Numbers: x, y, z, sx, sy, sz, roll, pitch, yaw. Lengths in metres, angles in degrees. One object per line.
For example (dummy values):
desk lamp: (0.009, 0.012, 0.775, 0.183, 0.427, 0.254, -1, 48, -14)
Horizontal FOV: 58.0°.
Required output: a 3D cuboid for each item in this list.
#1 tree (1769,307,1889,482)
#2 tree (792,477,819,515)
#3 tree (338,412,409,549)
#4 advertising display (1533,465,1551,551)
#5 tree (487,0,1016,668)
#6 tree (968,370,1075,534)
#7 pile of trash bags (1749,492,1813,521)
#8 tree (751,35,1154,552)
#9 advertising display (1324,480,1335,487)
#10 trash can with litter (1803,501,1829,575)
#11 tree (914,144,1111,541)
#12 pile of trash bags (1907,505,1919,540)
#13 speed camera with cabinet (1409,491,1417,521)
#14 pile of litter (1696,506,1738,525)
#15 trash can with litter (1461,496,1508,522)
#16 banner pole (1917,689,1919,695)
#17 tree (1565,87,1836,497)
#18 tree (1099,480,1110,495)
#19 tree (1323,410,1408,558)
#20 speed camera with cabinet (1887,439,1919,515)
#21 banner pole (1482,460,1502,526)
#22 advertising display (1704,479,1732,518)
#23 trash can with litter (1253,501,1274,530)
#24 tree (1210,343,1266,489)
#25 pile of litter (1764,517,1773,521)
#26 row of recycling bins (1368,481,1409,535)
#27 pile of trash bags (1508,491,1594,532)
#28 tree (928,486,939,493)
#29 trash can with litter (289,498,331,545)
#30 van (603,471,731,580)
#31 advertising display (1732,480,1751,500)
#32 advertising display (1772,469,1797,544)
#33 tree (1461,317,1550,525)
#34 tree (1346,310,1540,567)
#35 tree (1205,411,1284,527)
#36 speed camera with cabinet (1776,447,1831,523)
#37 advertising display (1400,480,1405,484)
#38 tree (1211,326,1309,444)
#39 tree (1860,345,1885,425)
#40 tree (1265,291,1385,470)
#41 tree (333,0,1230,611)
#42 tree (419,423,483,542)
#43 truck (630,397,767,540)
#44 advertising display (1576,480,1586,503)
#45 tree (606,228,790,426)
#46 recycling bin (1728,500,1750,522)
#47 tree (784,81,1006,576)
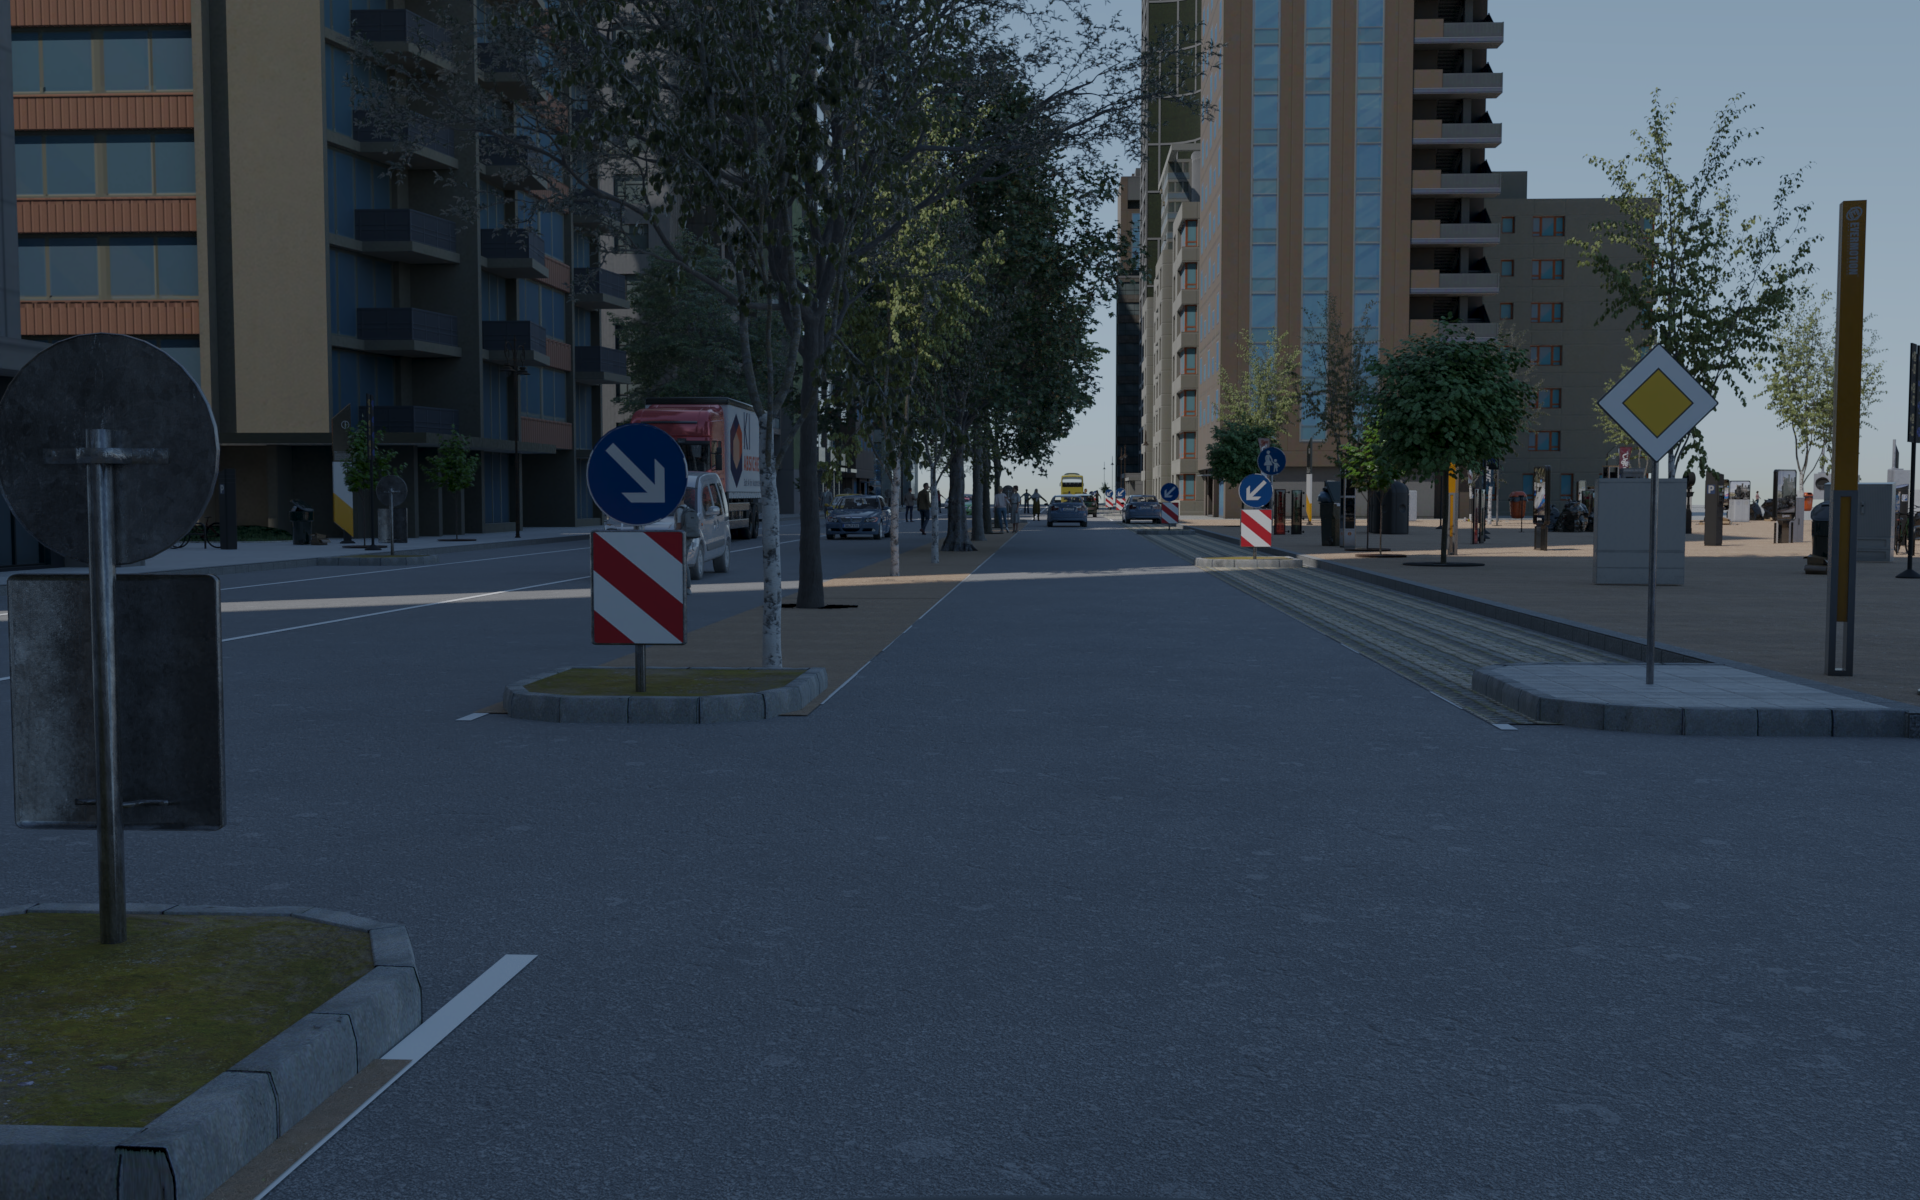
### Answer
tree: (34.060, -7.161, 67.451, 4.360, 8.622, 3.978, 0, 3, 0)
tree: (-9.694, -6.961, 108.419, 1.663, 3.219, 1.824, 0, 3, 0)
tree: (-14.216, -2.842, 41.071, 1.663, 3.219, 1.824, 0, 3, 0)
advertising display: (13.235, -2.092, 39.421, 0.123, 1.923, 0.974, 0, 4, 3)
tree: (-1.492, -3.698, 13.281, 4.360, 8.622, 3.978, 0, 3, 0)
tree: (1.500, -8.785, 71.845, 9.928, 11.665, 9.643, 0, 3, 0)
pile of trash bags: (39.884, -4.537, 83.932, 3.447, 1.369, 1.912, -1, 4, -17)
tree: (-0.066, -7.546, 42.841, 9.611, 12.733, 9.660, 0, 3, 0)
advertising display: (17.050, -4.565, 79.849, 0.123, 1.923, 0.974, 3, 4, 37)
trash can with litter: (13.972, -1.008, 27.861, 0.624, 1.170, 1.055, 3, 4, 38)
tree: (0.626, -8.044, 52.105, 7.486, 12.596, 7.792, 0, 3, 0)
pile of trash bags: (28.174, -2.331, 47.858, 3.447, 1.369, 1.912, -1, 4, -9)
speed camera with cabinet: (20.841, -5.394, 82.529, 0.660, 3.252, 2.038, -2, 4, -32)
pile of litter: (31.599, -3.556, 72.098, 1.719, 0.858, 1.176, 3, 5, 40)
trash can with litter: (24.275, -4.239, 80.361, 2.233, 1.210, 1.678, 2, 4, 24)
banner pole: (6.495, -1.285, 11.021, 0.863, 3.779, 0.401, -2, 4, -35)
tree: (13.473, -4.993, 32.004, 4.737, 8.622, 4.395, 0, 3, 0)
tree: (20.341, -15.143, 242.191, 1.663, 3.219, 1.824, 0, 3, 0)
tree: (8.461, -2.488, 35.286, 1.663, 3.219, 1.824, 0, 3, 0)
speed camera with cabinet: (33.801, -4.131, 61.875, 0.660, 3.252, 2.038, 1, 4, 8)
banner pole: (21.369, -4.866, 69.572, 0.863, 3.779, 0.401, 0, 4, 4)
advertising display: (32.594, -4.242, 74.578, 0.974, 1.923, 0.123, 2, 4, 31)
trash can with litter: (8.604, -2.322, 49.354, 0.624, 1.170, 1.055, 0, 4, 5)
tree: (14.168, -8.032, 81.686, 4.360, 8.622, 3.978, 0, 3, 0)
pile of litter: (38.609, -4.124, 81.388, 1.176, 0.858, 1.719, -1, 4, -9)
row of recycling bins: (13.925, -3.024, 56.552, 1.069, 1.692, 3.534, 0, 4, 5)
pile of trash bags: (20.154, -2.987, 58.583, 3.447, 1.369, 1.912, -1, 4, -13)
tree: (-3.318, -14.044, 224.228, 1.663, 3.219, 1.824, 0, 3, 0)
trash can with litter: (-16.335, -1.969, 43.588, 1.055, 1.170, 0.624, 1, 4, 17)
van: (-5.099, -1.422, 30.266, 2.013, 2.044, 4.112, 0, 4, 2)
advertising display: (36.888, -4.696, 81.990, 0.974, 1.923, 0.123, 0, 4, 4)
advertising display: (21.458, -2.439, 45.086, 0.974, 1.923, 0.123, -3, 4, -37)
tree: (22.493, -7.497, 72.937, 4.360, 8.622, 3.978, 0, 3, 0)
tree: (8.637, -2.897, 31.078, 4.285, 4.588, 4.351, 0, 3, 0)
tree: (11.134, -5.170, 68.251, 4.285, 4.588, 4.351, 0, 3, 0)
speed camera with cabinet: (35.743, -4.831, 73.324, 2.038, 3.252, 0.660, 2, 4, 27)
advertising display: (20.236, -4.527, 79.225, 0.123, 1.923, 0.974, 0, 4, 6)
tree: (13.127, -7.627, 75.062, 4.737, 8.622, 4.395, 0, 3, 0)
tree: (28.684, -6.621, 58.618, 4.737, 8.622, 4.395, 0, 3, 0)
tree: (13.680, -6.824, 61.936, 4.360, 8.622, 3.978, 0, 3, 0)
tree: (-1.896, -6.643, 21.439, 12.009, 13.543, 11.850, 0, 3, 0)
tree: (-13.874, -3.216, 47.182, 1.663, 3.219, 1.824, 0, 3, 0)
truck: (-7.818, -3.884, 52.424, 2.839, 4.237, 11.283, 0, 4, 2)
advertising display: (29.540, -4.721, 82.403, 0.123, 1.923, 0.974, 3, 5, 39)
tree: (-12.262, -10.785, 82.986, 9.857, 13.997, 8.962, 0, 3, 0)
recycling bin: (35.498, -4.062, 78.963, 0.722, 1.027, 0.722, 0, 4, -1)
tree: (-1.159, -4.722, 30.016, 4.737, 8.622, 4.395, 0, 3, 0)
